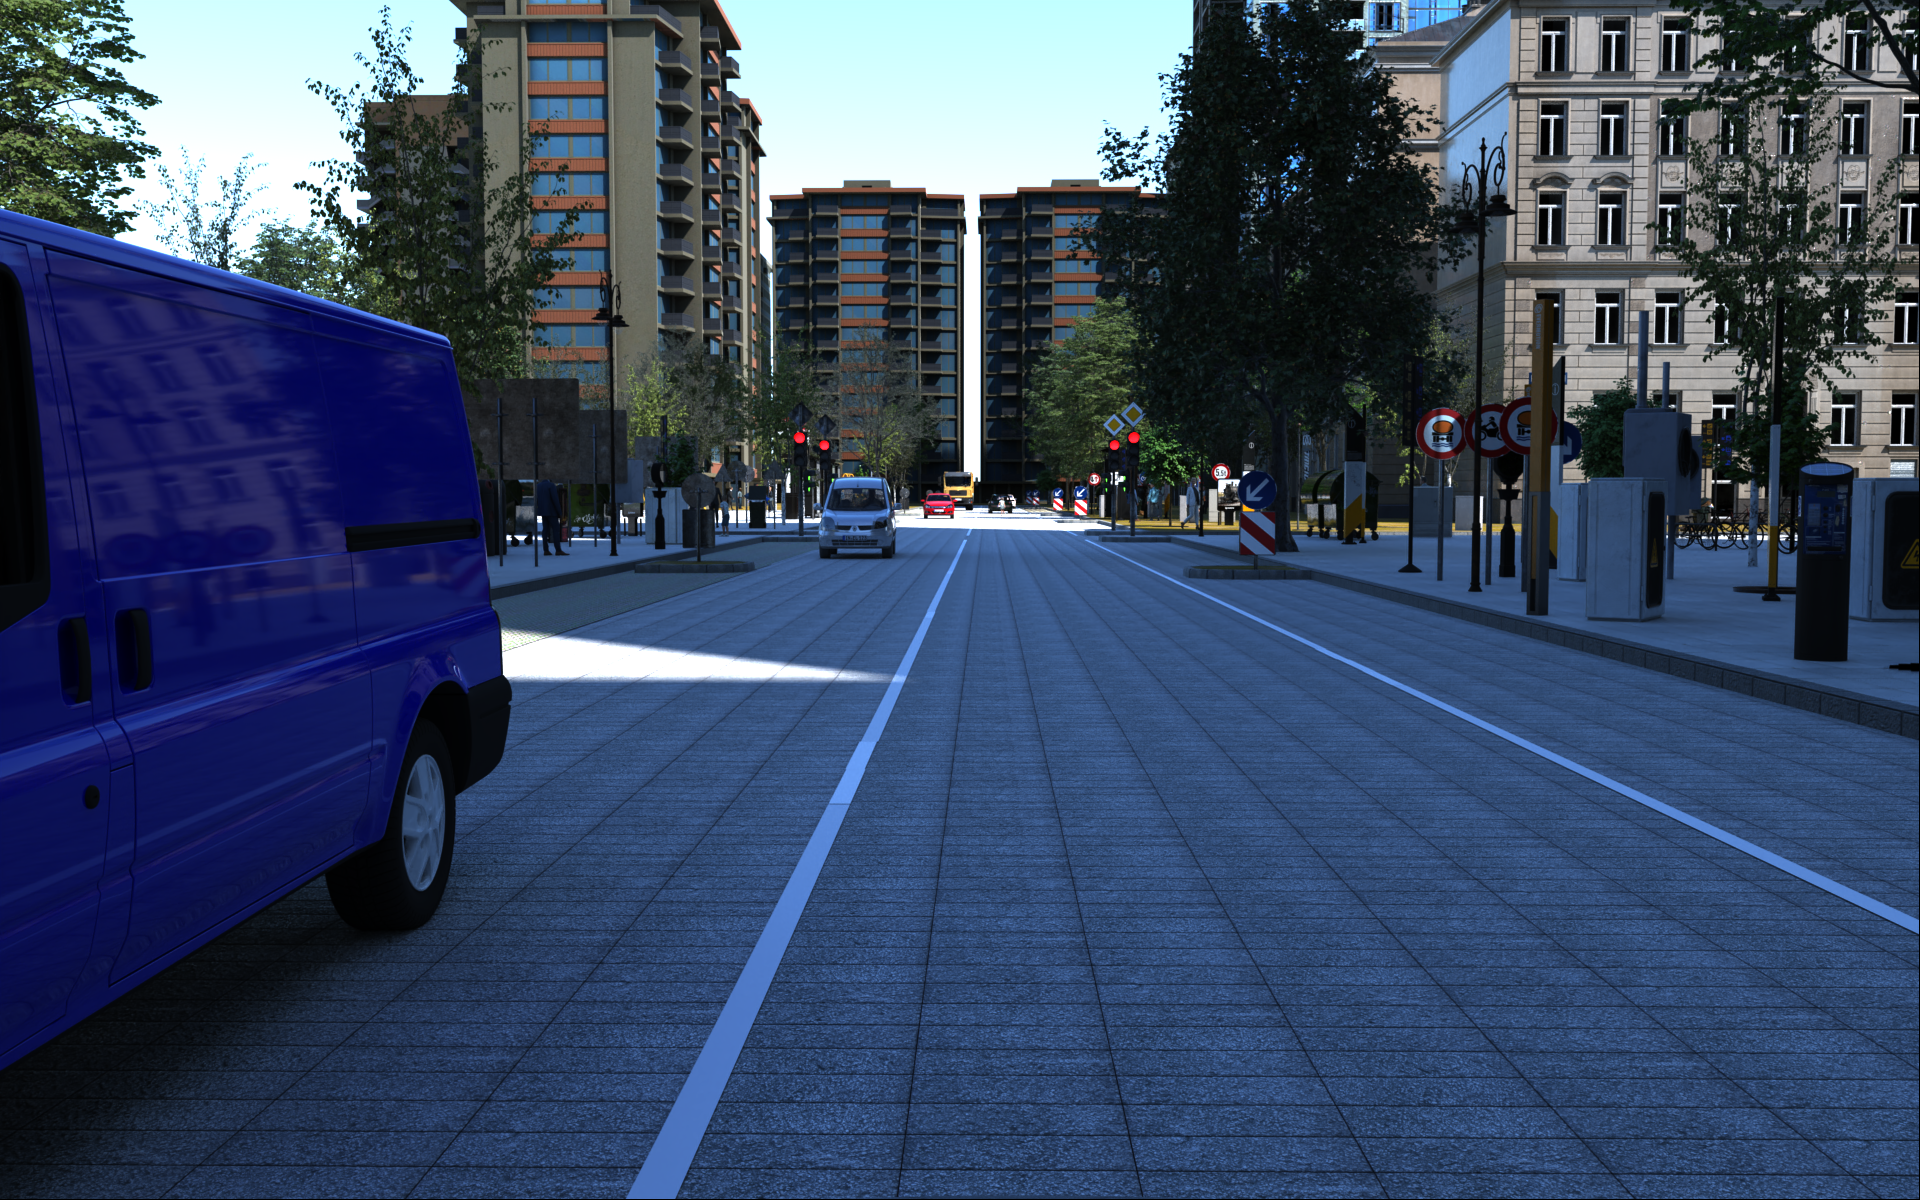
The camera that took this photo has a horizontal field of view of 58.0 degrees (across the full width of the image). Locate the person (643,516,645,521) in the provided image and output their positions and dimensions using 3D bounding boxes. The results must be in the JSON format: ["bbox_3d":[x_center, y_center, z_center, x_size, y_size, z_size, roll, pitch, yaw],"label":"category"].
[{"bbox_3d":[-14.899,-4.474,79.941,0.760,1.731,0.466,-1,4,-17],"label":"person"}]

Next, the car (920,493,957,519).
[{"bbox_3d":[-1.234,-5.660,101.581,2.155,1.783,4.494,0,4,-1],"label":"car"}]

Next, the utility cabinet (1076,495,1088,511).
[{"bbox_3d":[9.092,-7.225,129.287,0.306,1.237,1.020,3,5,44],"label":"utility cabinet"}]

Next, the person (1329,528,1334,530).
[{"bbox_3d":[13.135,-3.372,61.660,0.782,1.767,0.515,-3,5,-40],"label":"person"}]

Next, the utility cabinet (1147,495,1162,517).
[{"bbox_3d":[10.745,-5.175,95.778,1.020,1.237,0.306,-3,5,-40],"label":"utility cabinet"}]

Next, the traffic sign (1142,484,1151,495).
[{"bbox_3d":[12.287,-6.890,112.656,0.884,2.594,0.081,1,4,9],"label":"traffic sign"}]

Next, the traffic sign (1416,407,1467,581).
[{"bbox_3d":[7.115,-1.559,25.600,0.768,2.556,0.104,1,4,10],"label":"traffic sign"}]

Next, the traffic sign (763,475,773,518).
[{"bbox_3d":[-10.312,-5.586,93.466,0.606,2.300,0.079,1,4,9],"label":"traffic sign"}]

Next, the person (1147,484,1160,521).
[{"bbox_3d":[9.381,-4.768,83.868,0.638,1.841,0.748,-1,4,-14],"label":"person"}]

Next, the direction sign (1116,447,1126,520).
[{"bbox_3d":[7.823,-5.641,84.235,0.379,3.537,0.876,-2,4,-26],"label":"direction sign"}]

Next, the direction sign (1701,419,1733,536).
[{"bbox_3d":[22.986,-3.711,52.678,0.876,3.537,0.379,2,4,32],"label":"direction sign"}]

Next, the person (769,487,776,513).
[{"bbox_3d":[-12.947,-6.853,118.505,0.576,1.772,0.534,3,5,44],"label":"person"}]

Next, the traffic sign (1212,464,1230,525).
[{"bbox_3d":[10.866,-4.408,72.179,0.768,2.556,0.104,1,4,9],"label":"traffic sign"}]

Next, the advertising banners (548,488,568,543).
[{"bbox_3d":[-10.574,-3.052,46.083,0.090,3.025,2.074,1,4,10],"label":"advertising banners"}]

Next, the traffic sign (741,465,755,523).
[{"bbox_3d":[-9.486,-4.699,76.935,0.768,2.556,0.104,1,4,9],"label":"traffic sign"}]

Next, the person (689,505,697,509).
[{"bbox_3d":[-8.816,-3.045,58.069,0.755,1.850,0.659,3,5,42],"label":"person"}]

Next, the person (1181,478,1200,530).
[{"bbox_3d":[8.263,-3.413,61.717,0.818,1.842,0.514,2,4,33],"label":"person"}]

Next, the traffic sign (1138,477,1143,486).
[{"bbox_3d":[12.281,-7.336,119.947,0.884,2.594,0.081,1,4,9],"label":"traffic sign"}]

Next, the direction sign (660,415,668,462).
[{"bbox_3d":[-8.551,-3.553,50.093,0.379,3.537,0.876,-1,4,-20],"label":"direction sign"}]

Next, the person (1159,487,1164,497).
[{"bbox_3d":[12.221,-6.073,105.516,0.466,1.800,0.511,0,4,6],"label":"person"}]

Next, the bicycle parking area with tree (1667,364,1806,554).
[{"bbox_3d":[20.693,-3.187,39.102,8.231,4.147,9.016,-1,4,-8],"label":"bicycle parking area with tree"}]

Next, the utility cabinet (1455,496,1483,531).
[{"bbox_3d":[17.867,-3.035,60.776,0.306,1.237,1.020,-2,4,-32],"label":"utility cabinet"}]

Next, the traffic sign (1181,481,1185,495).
[{"bbox_3d":[11.531,-5.507,90.142,0.768,2.556,0.104,0,4,6],"label":"traffic sign"}]

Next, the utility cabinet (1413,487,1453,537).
[{"bbox_3d":[13.904,-2.591,51.037,1.173,1.500,0.318,1,4,16],"label":"utility cabinet"}]

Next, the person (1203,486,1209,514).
[{"bbox_3d":[15.601,-6.375,110.679,0.661,1.777,0.834,0,4,8],"label":"person"}]

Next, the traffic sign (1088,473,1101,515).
[{"bbox_3d":[8.086,-6.376,104.352,0.768,2.556,0.104,0,4,3],"label":"traffic sign"}]

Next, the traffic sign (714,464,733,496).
[{"bbox_3d":[-10.196,-4.559,74.536,0.884,2.594,0.081,0,4,5],"label":"traffic sign"}]

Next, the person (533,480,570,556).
[{"bbox_3d":[-8.573,-1.832,36.175,0.721,1.800,0.419,1,4,22],"label":"person"}]

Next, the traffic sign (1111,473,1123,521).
[{"bbox_3d":[7.332,-4.820,80.938,0.606,2.300,0.079,1,4,9],"label":"traffic sign"}]

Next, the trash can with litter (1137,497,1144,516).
[{"bbox_3d":[10.651,-5.570,102.450,0.624,1.170,1.055,-2,4,-31],"label":"trash can with litter"}]

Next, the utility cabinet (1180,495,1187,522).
[{"bbox_3d":[10.483,-4.288,81.267,0.306,1.237,1.020,1,4,11],"label":"utility cabinet"}]

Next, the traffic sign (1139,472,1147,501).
[{"bbox_3d":[9.821,-5.571,91.184,0.768,2.556,0.104,0,4,4],"label":"traffic sign"}]

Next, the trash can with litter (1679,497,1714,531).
[{"bbox_3d":[25.408,-2.963,59.826,1.055,1.170,0.624,-1,4,-14],"label":"trash can with litter"}]

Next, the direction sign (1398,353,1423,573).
[{"bbox_3d":[7.386,-2.221,28.313,0.379,3.537,0.876,2,4,33],"label":"direction sign"}]

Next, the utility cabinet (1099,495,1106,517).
[{"bbox_3d":[8.221,-5.171,95.708,1.020,1.237,0.306,-1,4,-12],"label":"utility cabinet"}]

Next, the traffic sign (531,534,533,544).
[{"bbox_3d":[-10.939,-2.692,44.115,0.768,2.556,0.104,0,4,4],"label":"traffic sign"}]

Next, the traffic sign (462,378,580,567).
[{"bbox_3d":[-7.816,-2.246,30.589,2.265,3.308,0.079,0,4,7],"label":"traffic sign"}]

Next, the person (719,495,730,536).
[{"bbox_3d":[-7.131,-2.548,52.390,0.332,1.250,0.352,-1,4,-22],"label":"person"}]

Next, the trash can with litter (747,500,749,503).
[{"bbox_3d":[-11.052,-5.023,93.505,0.624,1.170,1.055,1,4,14],"label":"trash can with litter"}]

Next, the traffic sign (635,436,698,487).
[{"bbox_3d":[-10.349,-4.111,61.088,2.265,3.308,0.079,0,4,5],"label":"traffic sign"}]

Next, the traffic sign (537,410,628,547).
[{"bbox_3d":[-9.159,-2.941,41.963,2.265,3.308,0.079,0,4,8],"label":"traffic sign"}]

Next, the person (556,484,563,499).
[{"bbox_3d":[-12.182,-2.862,52.620,0.659,1.850,0.755,-3,4,-39],"label":"person"}]

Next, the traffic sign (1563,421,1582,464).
[{"bbox_3d":[10.380,-1.833,30.079,0.768,2.556,0.104,0,4,8],"label":"traffic sign"}]

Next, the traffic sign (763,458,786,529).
[{"bbox_3d":[-6.776,-3.868,63.240,0.884,2.594,0.081,1,4,8],"label":"traffic sign"}]

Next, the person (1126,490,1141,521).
[{"bbox_3d":[8.152,-4.617,81.715,0.721,1.800,0.419,3,4,39],"label":"person"}]

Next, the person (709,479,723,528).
[{"bbox_3d":[-9.376,-3.687,66.099,0.659,1.850,0.755,-1,4,-10],"label":"person"}]

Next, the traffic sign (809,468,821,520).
[{"bbox_3d":[-7.247,-5.215,85.367,0.768,2.556,0.104,0,4,2],"label":"traffic sign"}]

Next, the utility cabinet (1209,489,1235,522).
[{"bbox_3d":[11.846,-4.256,78.268,1.173,1.500,0.318,1,4,11],"label":"utility cabinet"}]

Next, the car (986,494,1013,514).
[{"bbox_3d":[2.967,-7.223,127.887,2.009,1.686,4.222,0,4,-1],"label":"car"}]

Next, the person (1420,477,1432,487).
[{"bbox_3d":[14.147,-2.846,52.669,0.635,1.810,0.391,-2,4,-33],"label":"person"}]

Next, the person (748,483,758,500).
[{"bbox_3d":[-9.848,-4.760,83.858,0.794,1.824,0.713,-2,4,-24],"label":"person"}]

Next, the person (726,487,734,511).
[{"bbox_3d":[-17.532,-7.750,132.539,0.755,1.850,0.659,-2,4,-27],"label":"person"}]

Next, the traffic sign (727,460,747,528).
[{"bbox_3d":[-8.450,-4.005,65.584,0.768,2.556,0.104,0,4,2],"label":"traffic sign"}]

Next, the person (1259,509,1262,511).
[{"bbox_3d":[11.286,-3.622,65.367,0.850,1.850,0.679,2,4,33],"label":"person"}]

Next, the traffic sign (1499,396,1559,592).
[{"bbox_3d":[7.402,-1.378,22.639,0.768,2.556,0.104,0,4,3],"label":"traffic sign"}]

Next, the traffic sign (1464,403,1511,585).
[{"bbox_3d":[7.463,-1.486,24.399,0.768,2.556,0.104,0,4,4],"label":"traffic sign"}]

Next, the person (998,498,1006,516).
[{"bbox_3d":[2.694,-6.014,111.841,0.505,1.210,0.382,-1,4,-15],"label":"person"}]

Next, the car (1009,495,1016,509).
[{"bbox_3d":[4.484,-9.557,168.624,2.083,1.381,4.827,0,4,1],"label":"car"}]
